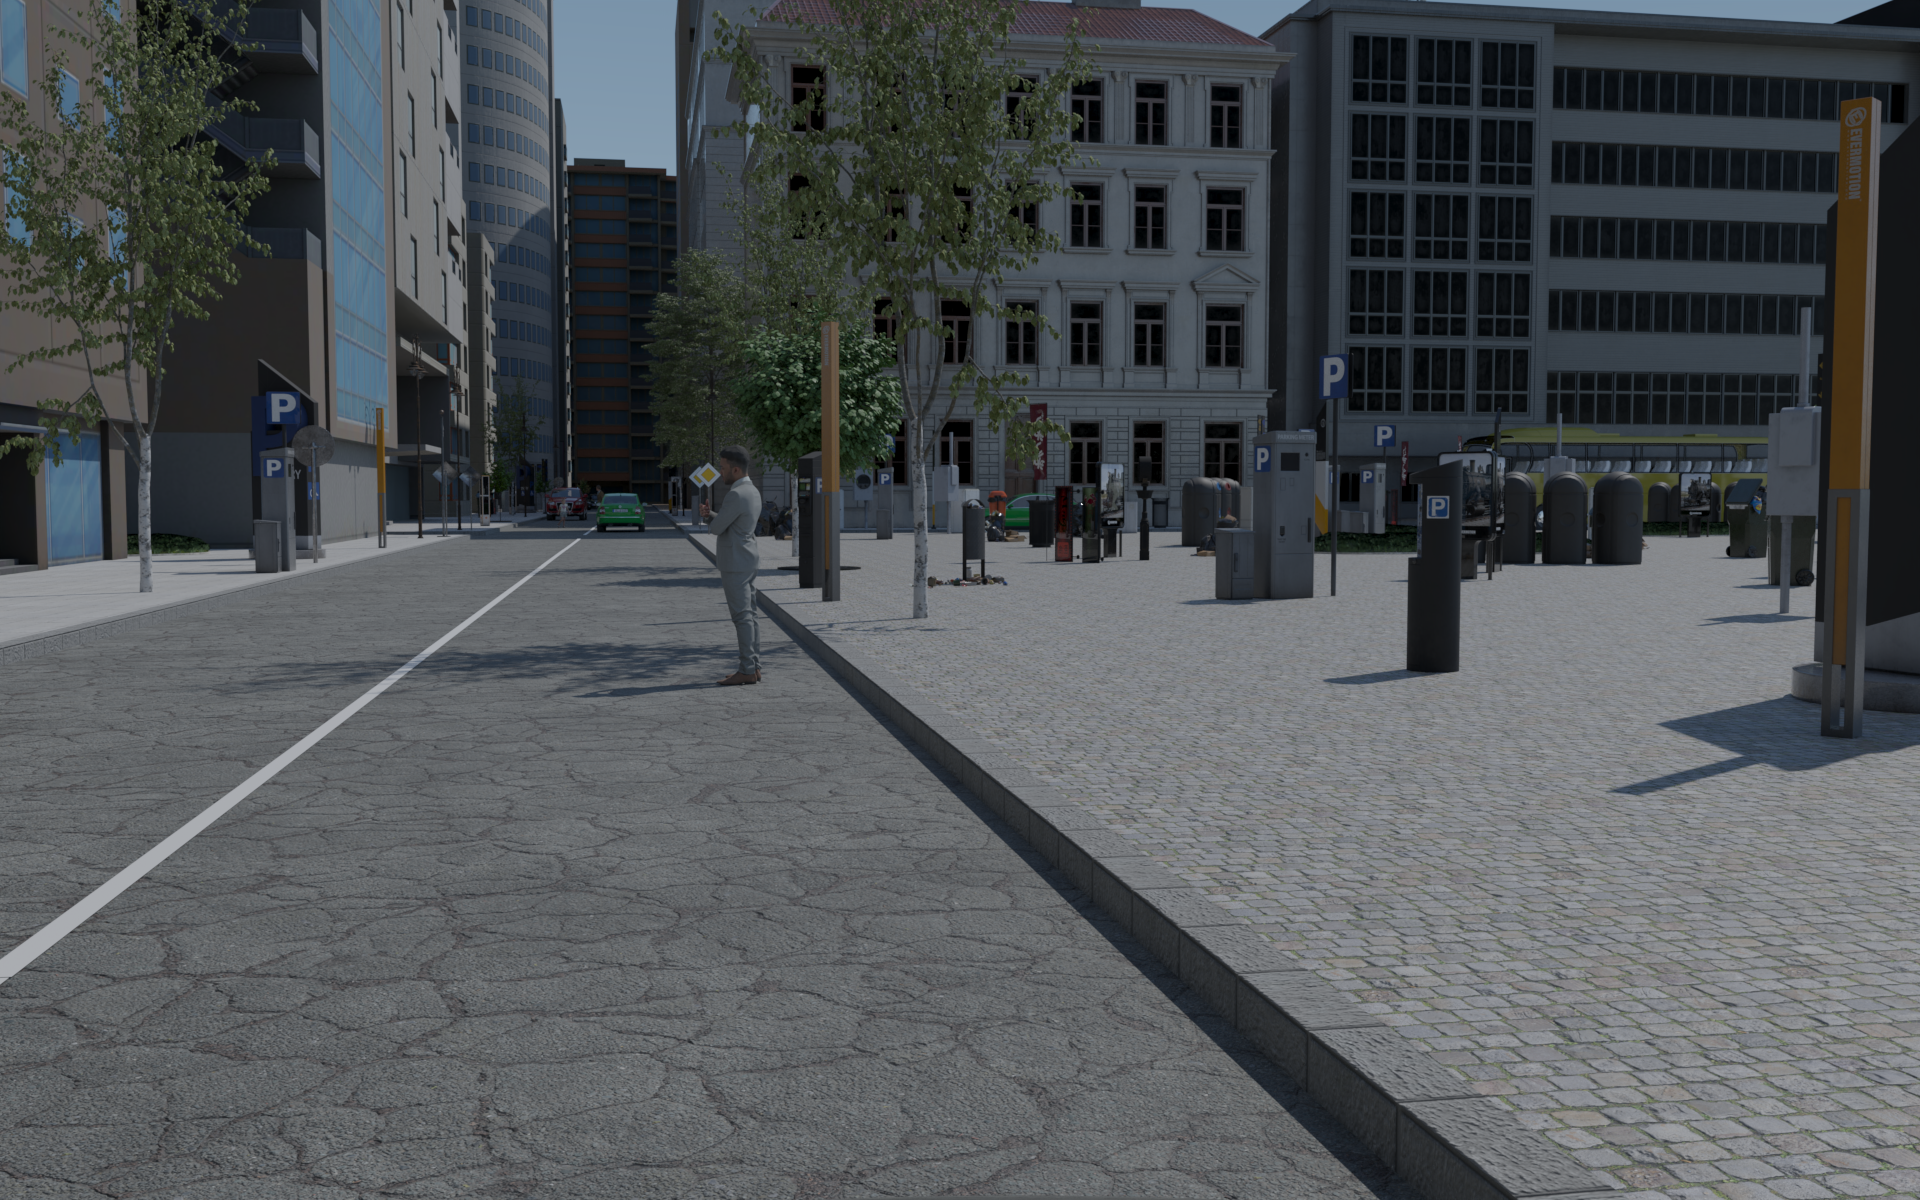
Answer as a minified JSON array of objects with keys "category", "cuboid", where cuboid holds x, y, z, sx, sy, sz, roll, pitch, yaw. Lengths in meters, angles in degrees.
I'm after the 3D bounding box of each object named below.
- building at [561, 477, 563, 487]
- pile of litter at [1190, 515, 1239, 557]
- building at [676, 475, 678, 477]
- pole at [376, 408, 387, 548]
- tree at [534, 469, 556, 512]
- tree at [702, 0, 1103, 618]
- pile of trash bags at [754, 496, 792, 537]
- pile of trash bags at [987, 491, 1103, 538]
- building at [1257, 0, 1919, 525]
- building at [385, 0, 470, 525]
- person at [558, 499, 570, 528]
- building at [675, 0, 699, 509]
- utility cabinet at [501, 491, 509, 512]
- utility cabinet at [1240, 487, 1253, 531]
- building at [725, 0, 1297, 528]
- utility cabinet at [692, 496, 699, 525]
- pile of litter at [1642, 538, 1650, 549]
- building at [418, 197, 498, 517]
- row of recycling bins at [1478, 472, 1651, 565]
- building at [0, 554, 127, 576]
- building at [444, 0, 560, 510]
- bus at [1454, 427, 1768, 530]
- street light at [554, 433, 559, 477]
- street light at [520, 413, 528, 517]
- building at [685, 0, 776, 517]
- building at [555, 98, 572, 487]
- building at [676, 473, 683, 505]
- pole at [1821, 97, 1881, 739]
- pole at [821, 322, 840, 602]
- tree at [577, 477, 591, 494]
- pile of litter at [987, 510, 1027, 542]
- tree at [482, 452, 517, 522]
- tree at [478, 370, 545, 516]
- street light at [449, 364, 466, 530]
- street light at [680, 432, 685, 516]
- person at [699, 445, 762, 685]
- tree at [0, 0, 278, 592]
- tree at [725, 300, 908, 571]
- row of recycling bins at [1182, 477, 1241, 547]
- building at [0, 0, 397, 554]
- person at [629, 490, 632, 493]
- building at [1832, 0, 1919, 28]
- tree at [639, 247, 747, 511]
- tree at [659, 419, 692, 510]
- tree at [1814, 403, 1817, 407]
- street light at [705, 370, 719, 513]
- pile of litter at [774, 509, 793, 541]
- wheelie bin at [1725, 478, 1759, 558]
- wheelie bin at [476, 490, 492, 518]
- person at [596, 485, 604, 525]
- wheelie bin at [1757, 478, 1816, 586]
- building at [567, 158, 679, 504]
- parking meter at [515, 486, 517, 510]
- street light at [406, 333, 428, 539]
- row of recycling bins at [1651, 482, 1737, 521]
[{"category":"building","cuboid":[-56.183,-29.313,171.147,32.217,40.220,23.993,-1,4,-10]},{"category":"pile of litter","cuboid":[5.631,-1.339,35.854,1.719,0.858,1.176,0,4,8]},{"category":"building","cuboid":[-16.916,-34.063,176.544,23.786,49.044,30.456,-1,4,-10]},{"category":"pole","cuboid":[-13.709,-2.885,41.021,0.158,3.312,0.155,0,3,0]},{"category":"tree","cuboid":[-30.035,-7.903,123.821,1.663,3.219,1.824,0,3,0]},{"category":"tree","cuboid":[-0.434,-4.103,17.440,4.737,8.622,4.395,0,3,0]},{"category":"pile of trash bags","cuboid":[-5.395,-2.658,53.211,3.447,1.369,1.912,-2,4,-31]},{"category":"pile of trash bags","cuboid":[2.523,-2.552,51.476,3.447,1.369,1.912,0,3,0]},{"category":"building","cuboid":[26.703,-15.768,76.878,30.058,24.678,14.314,-1,4,-10]},{"category":"building","cuboid":[-35.586,-29.458,70.876,28.713,52.752,27.495,-1,4,-10]},{"category":"person","cuboid":[-16.848,-3.678,73.644,0.505,1.210,0.382,-3,4,-38]},{"category":"building","cuboid":[-17.982,-30.807,153.797,14.600,45.320,14.200,-1,4,-10]},{"category":"utility cabinet","cuboid":[-32.251,-7.034,123.685,0.318,1.500,1.173,1,4,21]},{"category":"utility cabinet","cuboid":[8.880,-2.784,54.201,0.318,1.500,1.173,-2,4,-26]},{"category":"building","cuboid":[1.433,-14.323,70.344,21.152,22.565,11.583,-1,4,-10]},{"category":"utility cabinet","cuboid":[-10.975,-3.707,71.771,0.306,1.237,1.020,-1,4,-9]},{"category":"pile of litter","cuboid":[15.441,-1.604,40.190,1.719,0.858,1.176,-2,4,-29]},{"category":"building","cuboid":[-44.124,-16.022,106.995,27.650,21.520,28.899,-1,4,-10]},{"category":"row of recycling bins","cuboid":[10.740,-1.523,32.019,3.534,1.692,1.069,1,4,14]},{"category":"building","cuboid":[-21.812,-22.951,25.366,14.600,45.320,14.200,-1,4,-10]},{"category":"building","cuboid":[-45.471,-36.939,145.947,21.231,58.520,28.212,-1,4,-10]},{"category":"bus","cuboid":[24.416,-4.480,64.795,12.252,3.916,2.896,-1,4,-9]},{"category":"street light","cuboid":[-30.722,-9.725,131.786,0.468,5.910,1.993,-1,4,-10]},{"category":"street light","cuboid":[-24.313,-7.581,96.742,0.468,5.910,1.993,-1,4,-10]},{"category":"building","cuboid":[-10.192,-19.896,102.796,11.434,29.767,29.804,-1,4,-10]},{"category":"building","cuboid":[-55.308,-34.959,195.285,21.600,48.544,21.300,-1,4,-10]},{"category":"building","cuboid":[-23.263,-46.628,200.614,20.563,71.187,20.611,-1,4,-10]},{"category":"pole","cuboid":[4.671,-0.932,9.079,0.158,3.312,0.155,0,3,0]},{"category":"pole","cuboid":[-1.543,-1.639,20.647,0.158,3.312,0.155,0,3,0]},{"category":"tree","cuboid":[-43.609,-12.629,201.091,1.663,3.219,1.824,0,3,0]},{"category":"pile of litter","cuboid":[1.273,-2.015,46.912,1.176,0.858,1.719,2,4,24]},{"category":"tree","cuboid":[-21.311,-5.204,79.690,1.663,3.219,1.824,0,3,0]},{"category":"tree","cuboid":[-26.783,-9.361,103.416,4.737,8.622,4.395,0,3,0]},{"category":"street light","cuboid":[-17.823,-5.427,61.515,0.468,5.910,1.993,-1,4,-10]},{"category":"street light","cuboid":[-16.052,-7.805,100.404,0.468,5.910,1.993,-1,4,-10]},{"category":"person","cuboid":[-1.740,-0.274,13.157,0.466,1.800,0.511,0,4,-6]},{"category":"tree","cuboid":[-10.794,-4.416,22.567,4.737,8.622,4.395,0,3,0]},{"category":"tree","cuboid":[-2.373,-2.805,29.567,4.285,4.588,4.351,0,3,0]},{"category":"row of recycling bins","cuboid":[6.318,-2.237,43.693,1.069,1.692,3.534,1,4,22]},{"category":"building","cuboid":[-23.381,-24.157,45.075,14.200,45.320,14.600,-1,4,-10]},{"category":"person","cuboid":[-29.305,-8.906,154.249,0.705,1.807,1.348,-1,4,-9]},{"category":"building","cuboid":[49.383,-15.338,80.454,15.834,23.373,12.332,-1,4,-10]},{"category":"tree","cuboid":[-11.419,-9.913,80.210,7.486,12.596,7.792,0,3,0]},{"category":"tree","cuboid":[-22.579,-11.659,140.982,4.360,8.622,3.978,0,3,0]},{"category":"tree","cuboid":[24.647,-3.868,46.954,4.285,4.588,4.351,0,3,0]},{"category":"street light","cuboid":[-9.196,-5.602,64.385,0.468,5.910,1.993,-1,4,-10]},{"category":"pile of litter","cuboid":[-4.486,-2.112,48.497,1.719,0.858,1.176,-3,4,-37]},{"category":"wheelie bin","cuboid":[15.977,-1.662,35.089,0.693,1.594,0.980,-1,4,-18]},{"category":"wheelie bin","cuboid":[-25.852,-5.265,93.985,0.693,1.594,0.980,0,4,3]},{"category":"person","cuboid":[-16.507,-4.350,79.528,0.656,1.842,0.836,2,4,29]},{"category":"wheelie bin","cuboid":[11.686,-1.007,24.376,0.693,1.594,0.980,1,4,20]},{"category":"building","cuboid":[-47.974,-35.114,228.744,28.867,44.769,22.147,-1,4,-10]},{"category":"parking meter","cuboid":[-32.886,-7.460,127.677,0.255,1.863,0.399,0,4,6]},{"category":"street light","cuboid":[-15.593,-4.715,49.879,0.468,5.910,1.993,-1,4,-10]},{"category":"row of recycling bins","cuboid":[24.972,-3.153,58.667,1.069,1.692,3.534,-3,5,-39]}]
